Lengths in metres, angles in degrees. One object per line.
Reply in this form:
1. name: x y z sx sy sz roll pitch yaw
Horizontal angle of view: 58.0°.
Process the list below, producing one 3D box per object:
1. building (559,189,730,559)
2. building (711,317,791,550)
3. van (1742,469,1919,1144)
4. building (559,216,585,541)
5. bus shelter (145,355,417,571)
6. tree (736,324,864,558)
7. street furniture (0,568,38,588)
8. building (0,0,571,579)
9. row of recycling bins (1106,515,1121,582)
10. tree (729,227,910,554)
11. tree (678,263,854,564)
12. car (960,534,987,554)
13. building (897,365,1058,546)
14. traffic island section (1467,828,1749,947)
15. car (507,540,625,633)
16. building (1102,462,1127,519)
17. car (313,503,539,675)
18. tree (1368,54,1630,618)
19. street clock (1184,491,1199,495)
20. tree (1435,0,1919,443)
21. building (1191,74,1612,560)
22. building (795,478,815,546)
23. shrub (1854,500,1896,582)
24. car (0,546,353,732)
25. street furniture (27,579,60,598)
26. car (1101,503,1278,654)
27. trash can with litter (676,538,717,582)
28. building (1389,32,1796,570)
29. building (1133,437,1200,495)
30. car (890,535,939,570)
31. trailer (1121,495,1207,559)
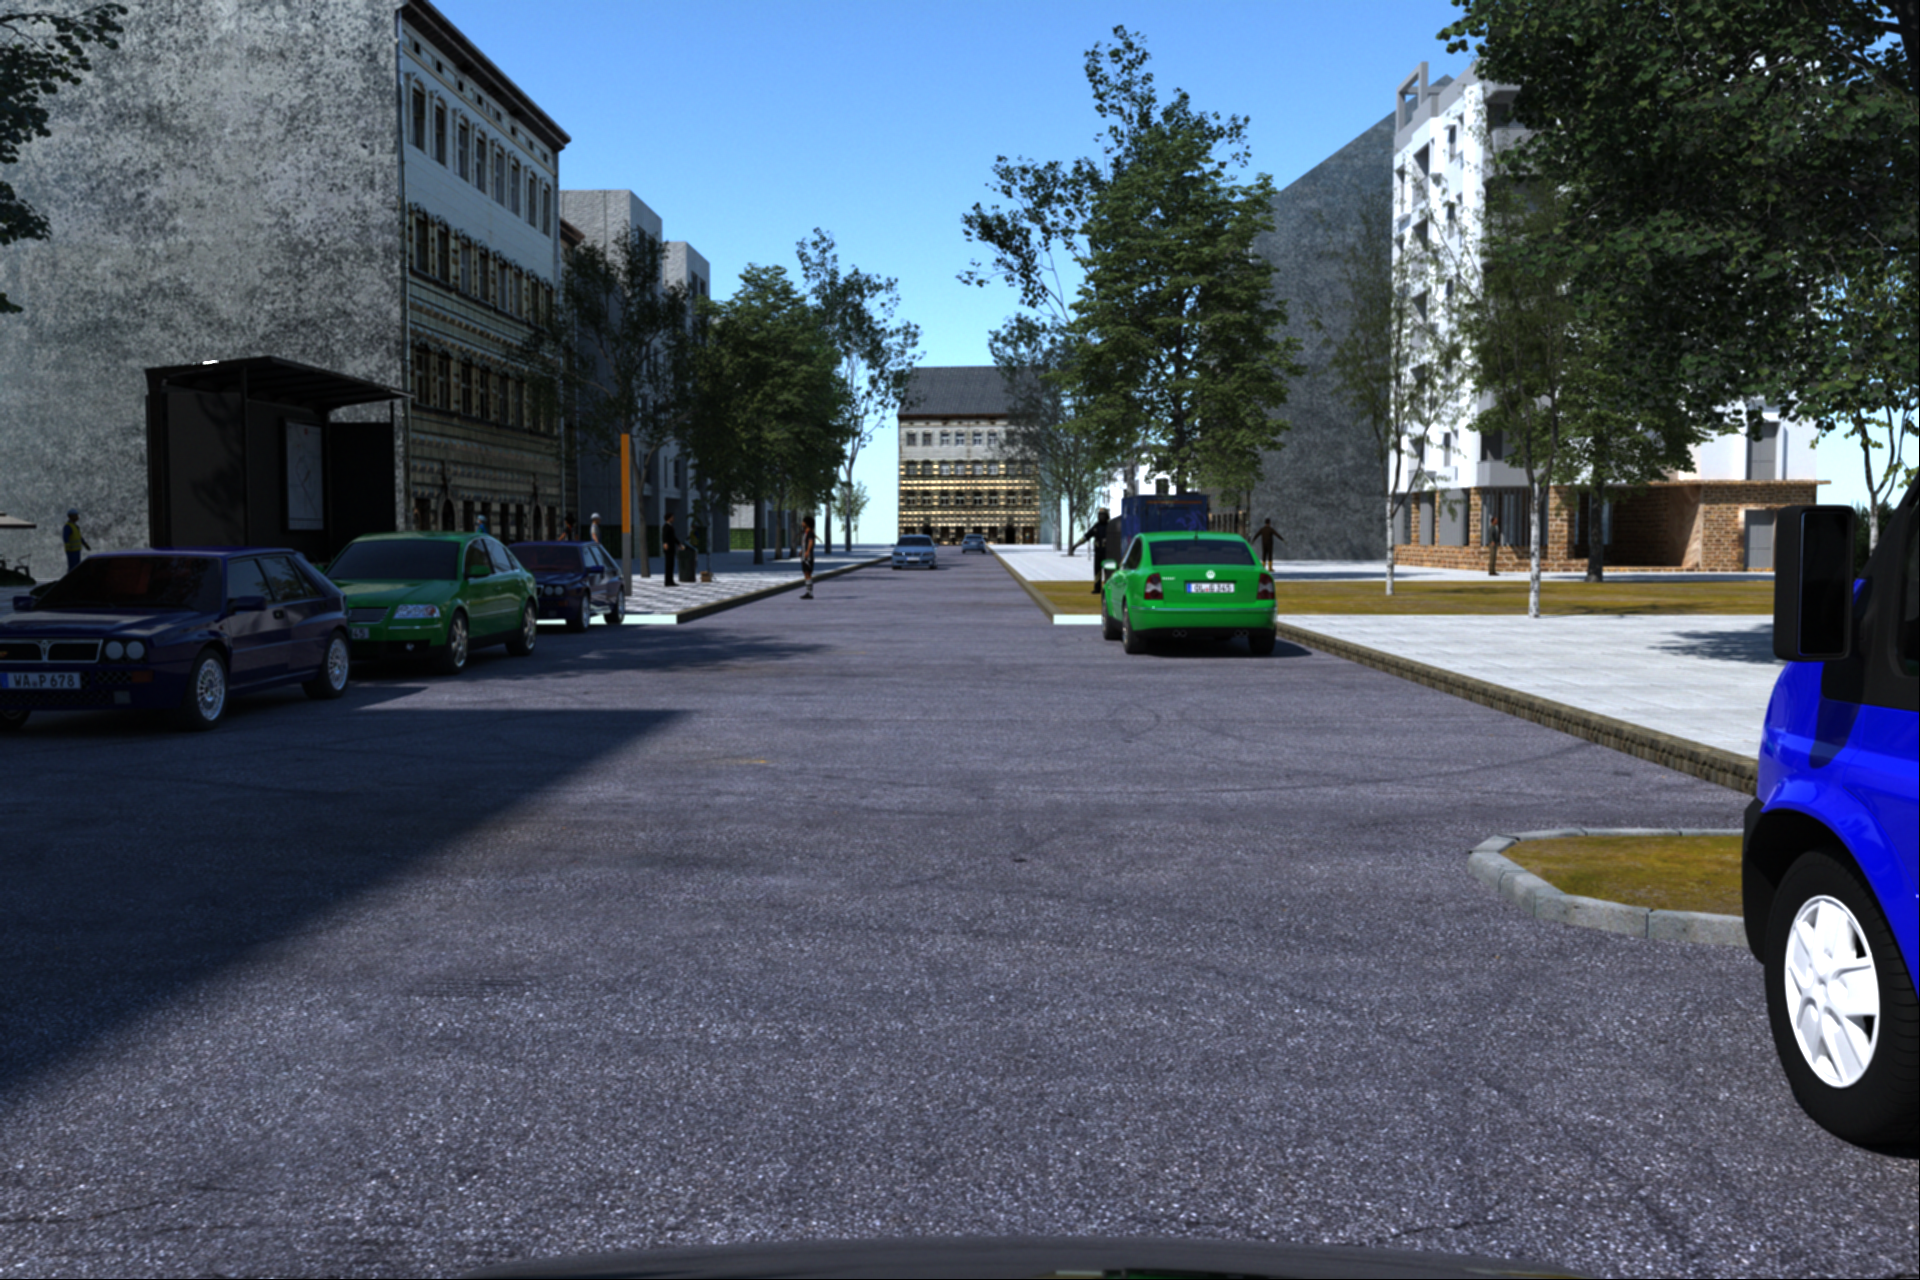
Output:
1. building: -24.873 -14.598 105.132 16.747 18.905 31.486 0 4 1
2. building: -24.966 -17.769 156.979 16.747 18.905 31.486 0 4 1
3. van: 2.972 0.125 2.335 2.240 2.365 5.245 0 4 -1
4. building: -28.819 -15.172 78.990 19.493 23.208 18.063 0 4 1
5. bus shelter: -9.916 -2.118 25.909 1.731 3.624 6.357 0 3 0
6. tree: -9.100 -10.744 93.788 7.486 12.596 7.792 0 3 0
7. street furniture: -26.616 -1.453 39.389 5.734 0.657 10.072 2 4 33
8. building: -24.696 -13.853 57.433 19.493 23.208 18.063 0 4 1
9. row of recycling bins: 3.439 -1.663 34.302 1.069 1.692 3.534 0 4 -1
10. tree: -9.401 -15.541 109.992 12.611 20.169 13.585 0 3 0
11. tree: -8.258 -9.450 72.630 7.486 12.596 7.792 0 3 0
12. car: 1.026 -7.152 128.942 2.014 1.417 4.499 0 3 0
13. building: 2.624 -23.951 224.982 18.063 23.208 19.493 1 4 10
14. traffic island section: 3.143 0.973 6.953 1.991 0.108 1.994 0 3 0
15. car: -6.271 -0.843 26.370 1.945 1.354 3.894 0 4 1
16. building: 21.923 -15.833 201.010 9.099 9.664 28.070 0 4 1
17. car: -5.953 -0.626 19.025 1.959 1.807 4.718 0 4 1
18. tree: 9.017 -4.649 26.370 4.360 8.622 3.978 0 3 0
19. street clock: 3.935 -1.523 29.466 0.358 2.002 0.471 0 4 1
20. tree: 9.031 -6.652 15.421 9.857 13.997 8.962 0 3 0
21. building: 23.248 -15.993 92.413 19.493 23.208 18.063 0 3 0
22. building: -26.184 -21.978 190.276 19.493 23.208 18.063 0 4 1
23. shrub: 19.202 -1.929 35.953 1.690 2.028 1.600 0 3 0
24. car: -6.282 -0.075 13.799 1.945 1.354 3.894 0 4 1
25. street furniture: -13.141 -1.185 34.997 10.072 0.657 5.734 -2 4 -28
26. car: 2.835 -0.810 22.044 1.959 1.807 4.718 0 4 -1
27. trash can with litter: -7.013 -2.122 46.076 1.055 1.170 0.624 0 4 1
28. building: 23.117 -13.118 70.907 16.016 20.090 11.380 0 4 1
29. building: 21.434 -13.536 163.466 9.099 9.664 28.070 0 4 1
30. car: -1.829 -3.591 70.723 2.014 1.417 4.499 0 4 1
31. trailer: 3.066 -1.221 27.006 1.471 1.999 3.904 0 4 -1
